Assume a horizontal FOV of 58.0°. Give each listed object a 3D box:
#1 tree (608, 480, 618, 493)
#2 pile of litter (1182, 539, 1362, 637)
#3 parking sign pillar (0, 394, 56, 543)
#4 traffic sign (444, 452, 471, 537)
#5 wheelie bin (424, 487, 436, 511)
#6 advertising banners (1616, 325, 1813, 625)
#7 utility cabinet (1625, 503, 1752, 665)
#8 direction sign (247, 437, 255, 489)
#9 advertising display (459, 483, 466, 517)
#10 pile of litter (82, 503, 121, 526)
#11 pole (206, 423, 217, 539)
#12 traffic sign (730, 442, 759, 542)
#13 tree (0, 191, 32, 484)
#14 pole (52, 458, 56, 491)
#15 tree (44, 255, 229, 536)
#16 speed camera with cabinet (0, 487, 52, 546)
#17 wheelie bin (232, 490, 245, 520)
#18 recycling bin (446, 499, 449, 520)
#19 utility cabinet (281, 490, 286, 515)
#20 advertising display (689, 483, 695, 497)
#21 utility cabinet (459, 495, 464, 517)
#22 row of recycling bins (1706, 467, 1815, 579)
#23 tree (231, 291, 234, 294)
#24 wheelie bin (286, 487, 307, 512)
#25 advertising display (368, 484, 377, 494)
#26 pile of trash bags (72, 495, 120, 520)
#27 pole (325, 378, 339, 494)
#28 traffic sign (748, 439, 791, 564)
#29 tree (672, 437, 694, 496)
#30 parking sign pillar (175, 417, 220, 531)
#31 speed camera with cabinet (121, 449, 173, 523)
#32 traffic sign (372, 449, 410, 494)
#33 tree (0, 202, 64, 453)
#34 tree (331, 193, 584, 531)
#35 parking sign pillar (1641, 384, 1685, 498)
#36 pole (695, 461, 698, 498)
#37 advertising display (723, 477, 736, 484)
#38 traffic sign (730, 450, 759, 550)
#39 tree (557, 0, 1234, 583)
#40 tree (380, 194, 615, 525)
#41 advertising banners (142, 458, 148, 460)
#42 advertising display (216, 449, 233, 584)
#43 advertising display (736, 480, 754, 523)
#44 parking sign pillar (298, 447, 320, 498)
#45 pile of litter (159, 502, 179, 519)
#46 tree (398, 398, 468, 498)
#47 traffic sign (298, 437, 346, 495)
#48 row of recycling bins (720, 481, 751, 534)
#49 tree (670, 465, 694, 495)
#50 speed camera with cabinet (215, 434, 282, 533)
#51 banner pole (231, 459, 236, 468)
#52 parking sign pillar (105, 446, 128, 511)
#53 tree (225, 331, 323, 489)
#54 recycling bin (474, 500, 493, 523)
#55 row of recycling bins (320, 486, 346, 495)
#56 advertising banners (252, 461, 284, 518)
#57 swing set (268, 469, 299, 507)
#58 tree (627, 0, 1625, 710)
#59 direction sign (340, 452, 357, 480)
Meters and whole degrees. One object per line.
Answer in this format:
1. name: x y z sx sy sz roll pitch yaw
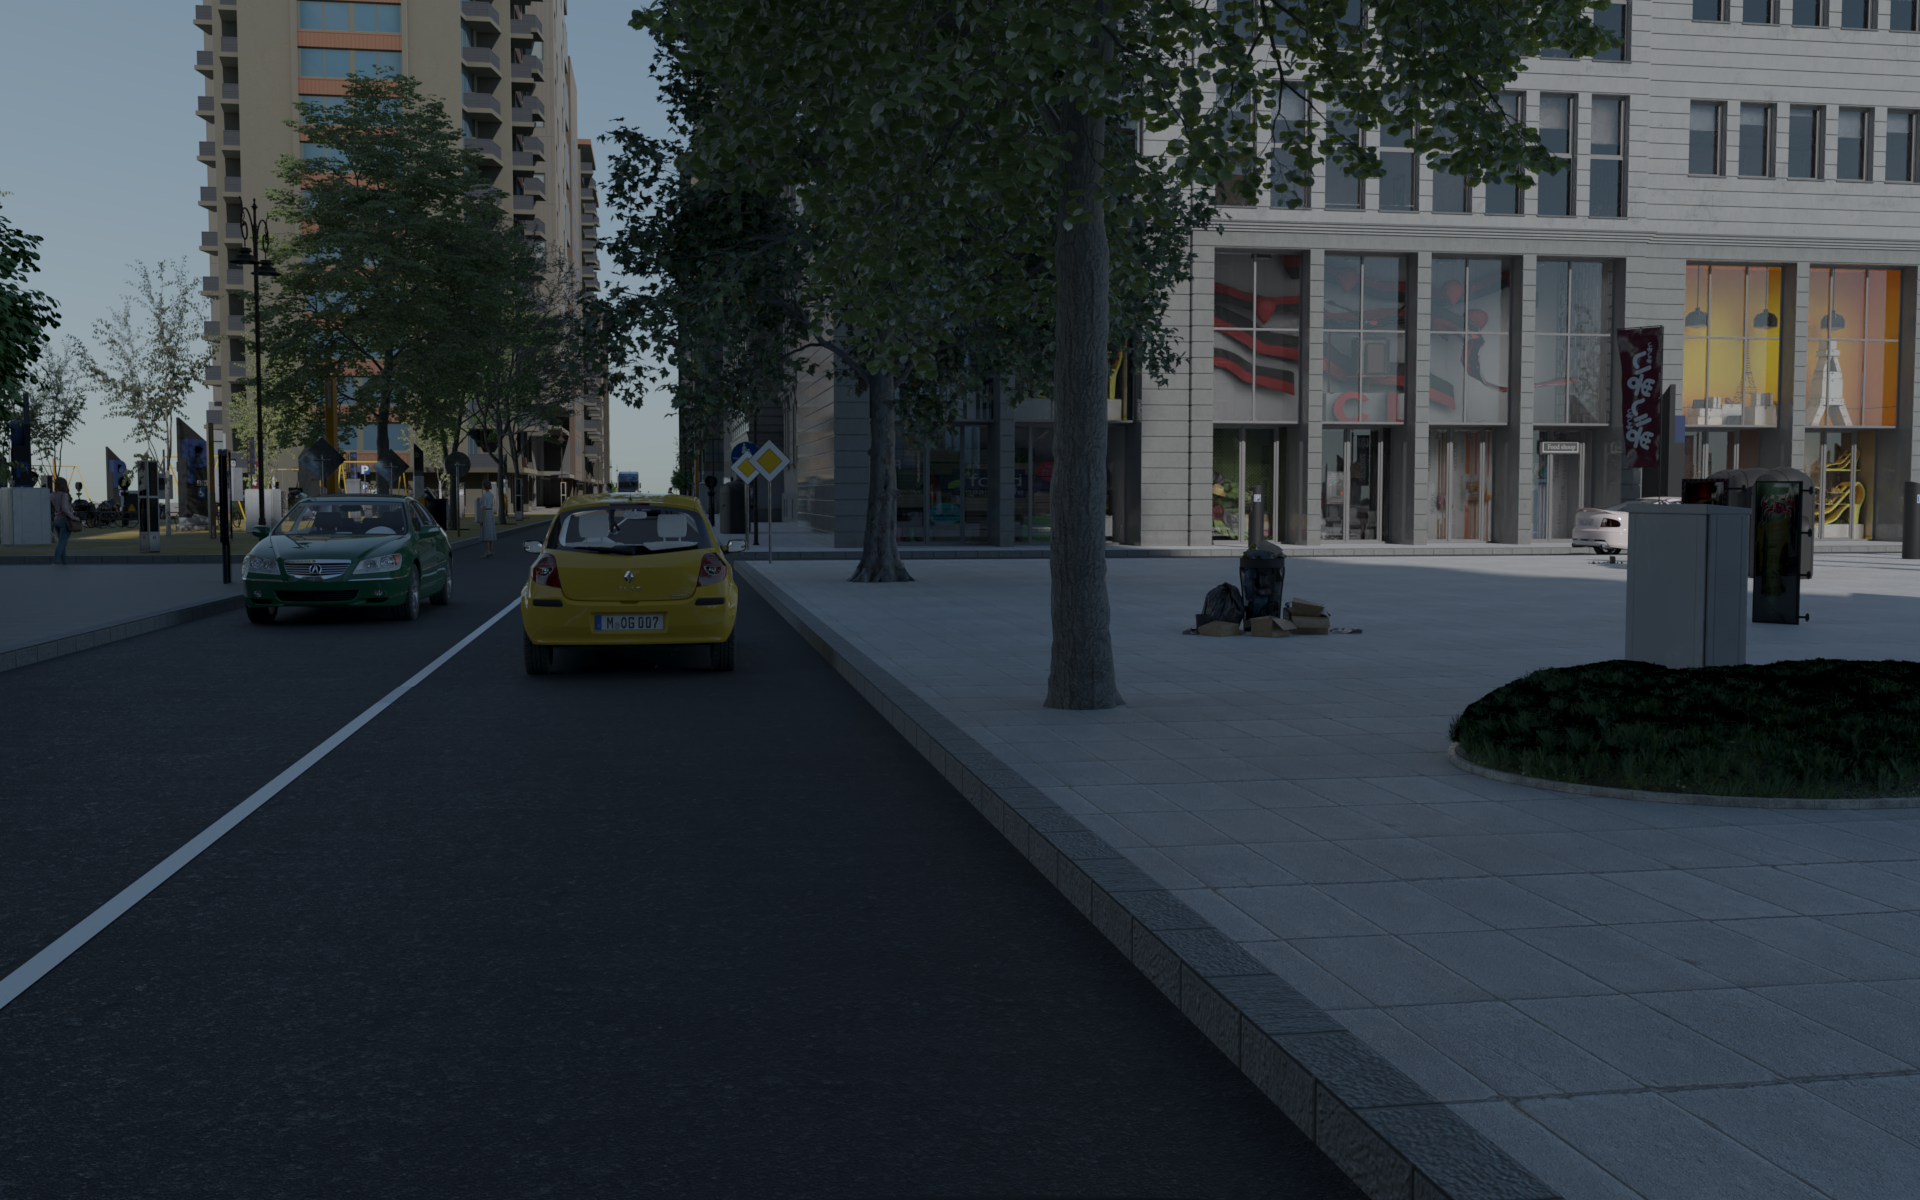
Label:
1. tree: -47.726 -14.877 237.834 1.663 3.219 1.824 0 3 0
2. pile of litter: 2.908 -0.123 15.976 1.719 0.858 1.176 0 4 5
3. parking sign pillar: -24.634 -3.489 45.511 1.447 3.967 1.447 -2 4 -29
4. traffic sign: -15.044 -3.168 51.906 0.768 2.556 0.104 -1 4 -9
5. wheelie bin: -24.835 -4.460 80.823 0.693 1.594 0.980 -1 4 -9
6. advertising banners: 7.605 -1.310 17.605 0.090 3.025 2.074 -3 5 -40
7. utility cabinet: 4.661 0.002 11.132 0.306 1.237 1.020 0 4 -6
8. direction sign: -28.106 -4.692 68.709 0.379 3.537 0.876 -3 4 -39
9. advertising display: -27.993 -5.595 96.691 0.974 1.923 0.123 2 4 29
10. pile of litter: -34.749 -3.404 69.612 1.176 0.858 1.719 0 4 -3
11. pole: -21.463 -3.413 49.639 0.158 3.312 0.155 0 3 0
12. traffic sign: -5.183 -2.568 42.092 0.768 2.556 0.104 0 4 -2
13. tree: -22.571 -5.406 38.755 4.737 8.622 4.395 0 3 0
14. pole: -51.283 -6.379 98.141 0.158 3.312 0.155 0 3 0
15. tree: -24.457 -6.262 52.750 4.360 8.622 3.978 0 3 0
16. speed camera with cabinet: -23.562 -2.953 42.625 0.660 3.252 2.038 2 4 34
17. wheelie bin: -36.250 -4.840 87.040 0.693 1.594 0.980 1 4 17
18. recycling bin: -25.829 -4.482 85.837 0.722 1.027 0.722 3 4 37
19. utility cabinet: -41.259 -5.871 104.677 1.173 1.500 0.318 2 4 31
20. advertising display: -15.248 -5.712 98.605 0.123 1.923 0.974 0 4 2
21. utility cabinet: -27.831 -5.174 95.755 0.306 1.237 1.020 1 4 20
22. row of recycling bins: 12.636 -1.256 27.651 1.069 1.692 3.534 0 4 8
23. tree: -15.126 -7.847 46.428 7.486 12.596 7.792 0 3 0
24. wheelie bin: -31.034 -4.471 81.001 0.980 1.594 0.693 0 4 -7
25. advertising display: -36.319 -6.260 107.559 0.974 1.923 0.123 0 4 0
26. pile of trash bags: -43.522 -4.666 86.034 3.447 1.369 1.912 0 4 7
27. pole: -11.111 -2.252 30.670 0.158 3.312 0.155 0 3 0
28. traffic sign: -3.502 -1.726 31.857 0.795 2.450 0.064 -1 4 -10
29. tree: -32.205 -15.600 205.426 4.360 8.622 3.978 0 3 0
30. parking sign pillar: -27.026 -4.454 61.302 1.447 3.967 1.447 1 4 23
31. speed camera with cabinet: -35.867 -5.018 76.385 2.038 3.252 0.660 0 4 -7
32. traffic sign: -12.602 -2.126 38.404 0.795 2.450 0.064 -1 4 -10
33. tree: -10.258 -1.995 16.334 4.285 4.588 4.351 0 3 0
34. tree: -18.006 -8.267 60.918 9.928 11.665 9.643 0 3 0
35. parking sign pillar: 17.530 -3.347 43.203 1.447 3.967 1.447 0 4 -7
36. pole: -15.853 -6.752 104.239 0.158 3.312 0.155 0 3 0
37. advertising display: -8.637 -3.633 64.609 0.123 1.923 0.974 -2 4 -24
38. traffic sign: -4.870 -2.207 39.724 0.795 2.450 0.064 -1 4 -10
39. tree: -1.047 -6.618 25.213 9.611 12.733 9.660 0 3 0
40. tree: -19.319 -9.896 72.164 12.009 13.543 11.850 0 3 0
41. advertising banners: -37.065 -5.001 77.961 0.090 3.025 2.074 0 4 6
42. advertising display: -10.632 -1.216 25.090 0.123 1.923 0.974 -1 4 -20
43. advertising display: -9.703 -4.435 77.732 0.974 1.923 0.123 -3 4 -38
44. parking sign pillar: -31.639 -5.854 84.191 1.447 3.967 1.447 3 5 42
45. pile of litter: -40.379 -4.538 88.161 1.176 0.858 1.719 -3 5 -40
46. tree: -31.744 -9.469 105.183 4.737 8.622 4.395 0 3 0
47. traffic sign: -11.234 -1.645 30.537 0.795 2.450 0.064 -1 4 -10
48. row of recycling bins: -7.423 -3.064 57.214 1.069 1.692 3.534 0 4 -6
49. tree: -31.452 -13.032 196.794 4.285 4.588 4.351 0 3 0
50. speed camera with cabinet: -23.330 -3.818 56.755 2.038 3.252 0.660 1 4 10
51. banner pole: -45.325 -7.187 107.532 0.863 3.779 0.401 -1 4 -16
52. parking sign pillar: -47.939 -6.732 98.532 1.447 3.967 1.447 1 4 12
53. tree: -29.965 -7.657 75.552 4.737 8.622 4.395 0 3 0
54. recycling bin: -21.308 -3.970 77.465 0.722 1.027 0.722 -1 4 -21
55. row of recycling bins: -33.106 -5.116 90.759 3.534 1.692 1.069 1 4 16
56. advertising banners: -37.058 -5.895 92.572 0.090 3.025 2.074 2 4 32
57. swing set: -41.425 -6.761 108.167 3.119 2.851 2.862 0 4 6
58. tree: 0.897 -5.602 9.713 7.486 12.596 7.792 0 3 0
59. direction sign: -32.895 -6.192 93.229 0.876 3.537 0.379 -1 4 -12
